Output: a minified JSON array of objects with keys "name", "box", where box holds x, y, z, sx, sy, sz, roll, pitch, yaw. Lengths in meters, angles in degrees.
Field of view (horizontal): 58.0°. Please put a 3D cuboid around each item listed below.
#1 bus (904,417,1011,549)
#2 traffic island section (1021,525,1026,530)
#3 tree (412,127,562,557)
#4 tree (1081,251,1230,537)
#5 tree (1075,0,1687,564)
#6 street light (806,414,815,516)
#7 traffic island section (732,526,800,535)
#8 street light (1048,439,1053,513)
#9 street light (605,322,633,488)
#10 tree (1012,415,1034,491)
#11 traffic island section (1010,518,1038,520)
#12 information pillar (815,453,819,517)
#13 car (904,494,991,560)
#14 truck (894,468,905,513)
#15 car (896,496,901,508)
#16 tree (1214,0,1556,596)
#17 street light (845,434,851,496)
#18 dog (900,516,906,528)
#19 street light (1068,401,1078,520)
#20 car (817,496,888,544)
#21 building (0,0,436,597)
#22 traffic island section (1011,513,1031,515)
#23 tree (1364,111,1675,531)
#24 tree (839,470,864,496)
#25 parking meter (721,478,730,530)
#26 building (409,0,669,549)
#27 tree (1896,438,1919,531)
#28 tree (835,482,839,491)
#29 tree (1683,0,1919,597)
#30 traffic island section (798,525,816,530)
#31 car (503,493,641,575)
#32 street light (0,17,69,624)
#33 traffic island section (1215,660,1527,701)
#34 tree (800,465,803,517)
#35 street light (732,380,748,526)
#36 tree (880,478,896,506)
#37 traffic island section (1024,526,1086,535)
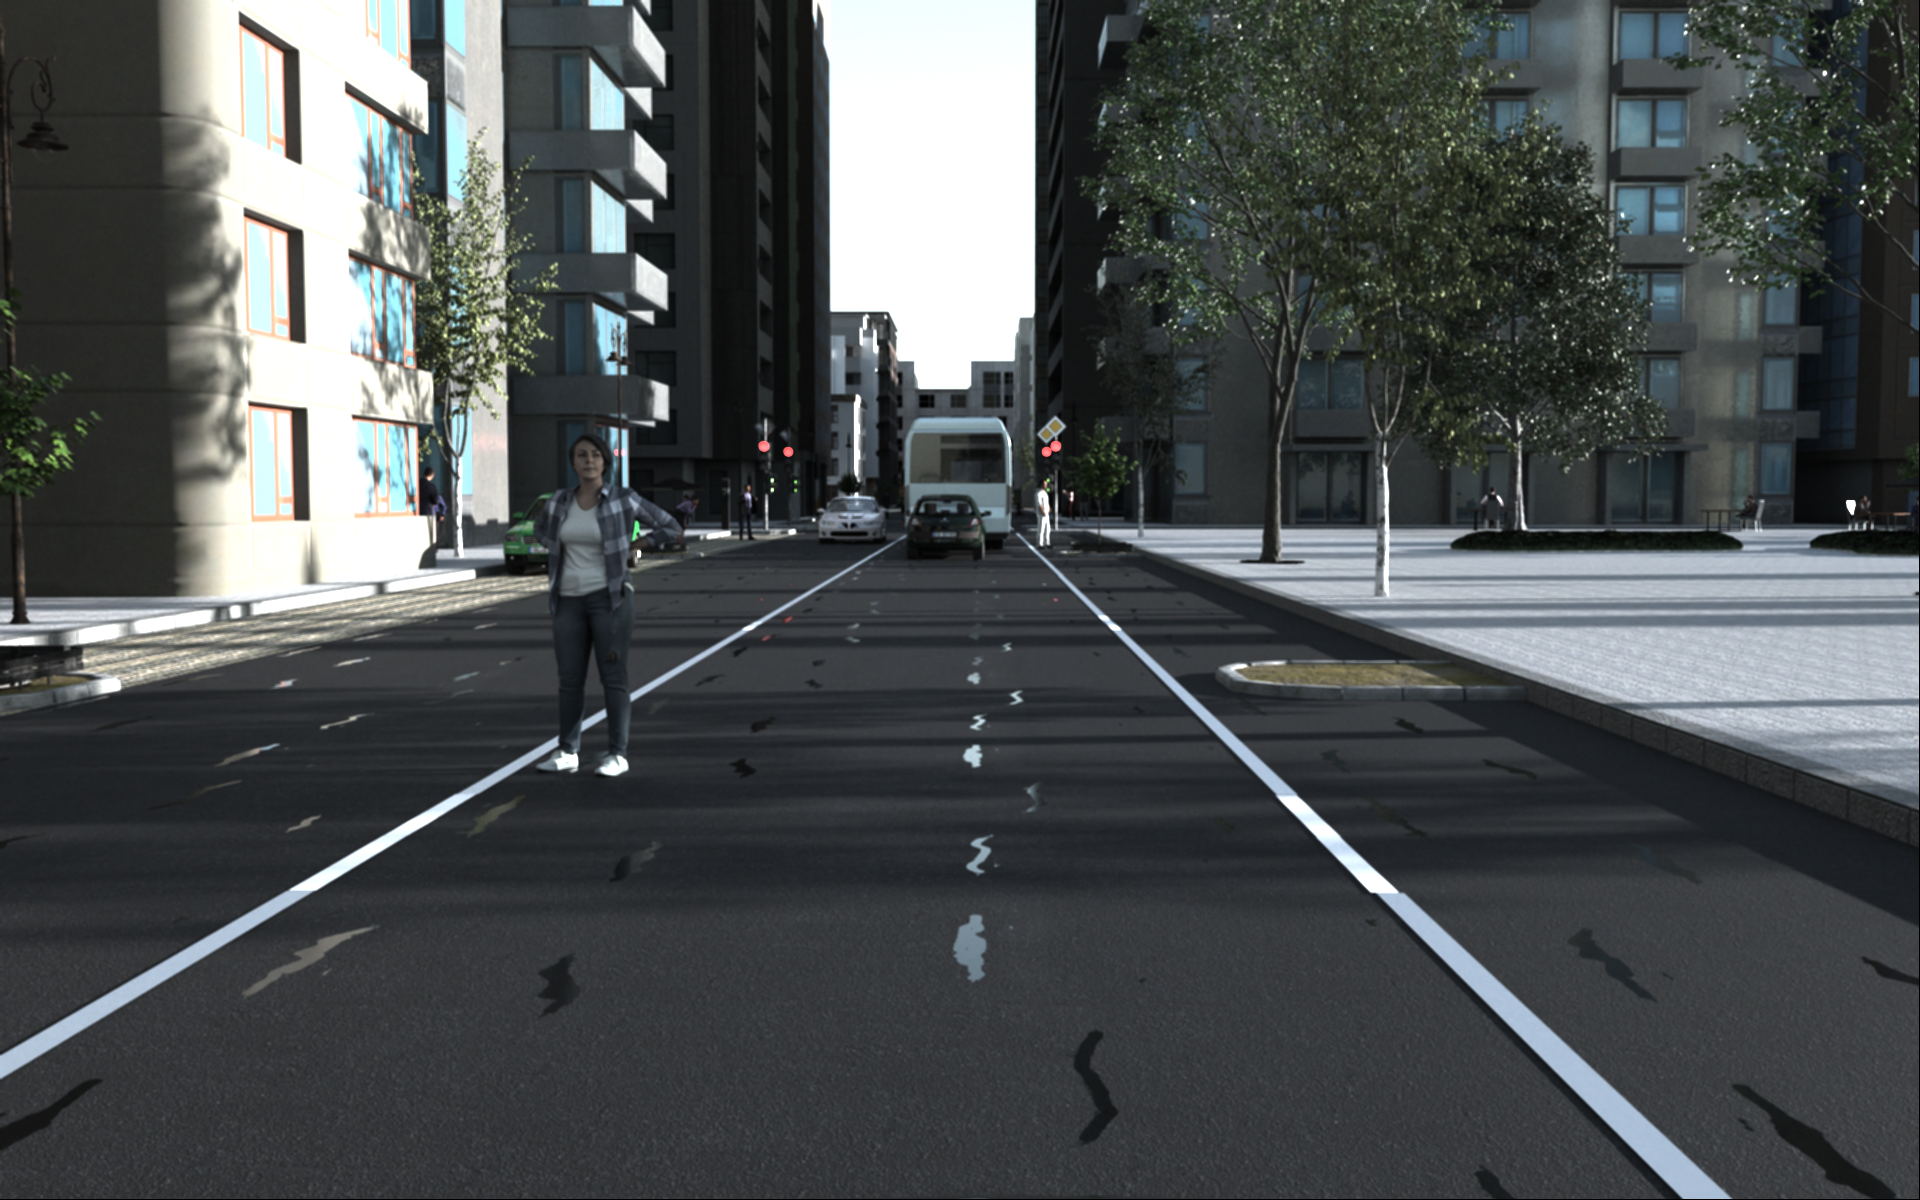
[{"name":"bus","box":[-0.085,-3.263,48.206,2.948,3.499,13.247,0,4,0]},{"name":"traffic island section","box":[3.502,-2.918,69.990,2.009,0.180,2.903,0,4,1]},{"name":"tree","box":[-10.291,-5.204,35.441,4.737,8.622,4.395,0,3,0]},{"name":"tree","box":[5.558,-6.168,51.208,4.360,8.622,3.978,0,3,0]},{"name":"tree","box":[5.958,-6.488,31.827,9.928,11.665,9.643,0,3,0]},{"name":"street light","box":[-8.567,-7.784,100.053,0.468,5.910,1.993,0,4,1]},{"name":"traffic island section","box":[-6.994,-2.436,62.108,2.009,0.180,2.903,0,4,1]},{"name":"street light","box":[5.906,-8.695,114.949,0.468,5.910,1.993,0,4,1]},{"name":"street light","box":[-9.158,-4.519,46.668,0.468,5.910,1.993,0,4,1]},{"name":"tree","box":[6.752,-12.305,151.543,4.737,8.622,4.395,0,3,0]},{"name":"traffic island section","box":[3.733,-4.432,95.326,1.991,0.108,1.994,0,4,1]},{"name":"information pillar","box":[-8.155,-6.587,99.044,0.183,3.616,0.504,1,4,12]},{"name":"car","box":[-0.295,-1.806,39.320,2.009,1.686,4.222,0,4,1]},{"name":"truck","box":[-3.156,-8.339,132.264,3.469,3.379,9.791,0,4,1]},{"name":"car","box":[-5.753,-10.723,184.119,1.959,1.807,4.718,0,4,1]},{"name":"tree","box":[5.232,-4.338,21.284,4.737,8.622,4.395,0,3,0]},{"name":"street light","box":[-8.319,-9.600,129.754,0.468,5.910,1.993,0,4,1]},{"name":"dog","box":[-2.384,-3.282,72.941,0.406,0.507,0.540,-2,4,-34]},{"name":"street light","box":[5.569,-6.851,84.801,0.468,5.910,1.993,0,4,1]},{"name":"car","box":[-3.173,-2.405,51.688,2.083,1.381,4.827,0,4,0]},{"name":"building","box":[-23.181,-10.428,15.538,27.650,21.520,28.899,0,4,1]},{"name":"traffic island section","box":[3.994,-6.080,122.269,1.991,0.108,1.994,0,4,1]},{"name":"tree","box":[16.785,-8.282,52.411,9.611,12.733,9.660,0,3,0]},{"name":"tree","box":[-8.471,-8.915,140.361,1.663,3.219,1.824,0,3,0]},{"name":"parking meter","box":[-8.410,-3.450,62.114,0.255,1.863,0.399,0,4,-1]},{"name":"building","box":[-24.510,-26.267,49.075,30.456,49.044,23.786,0,4,1]},{"name":"tree","box":[32.933,-3.990,59.844,1.663,3.219,1.824,0,3,0]},{"name":"tree","box":[-9.564,-9.104,143.444,1.663,3.219,1.824,0,3,0]},{"name":"tree","box":[12.613,-5.853,21.449,9.928,11.665,9.643,0,3,0]},{"name":"traffic island section","box":[-6.919,-2.924,70.093,2.009,0.180,2.903,0,4,1]},{"name":"car","box":[-7.105,-1.419,31.991,1.959,1.807,4.718,0,4,0]},{"name":"street light","box":[-9.305,-2.702,16.966,0.468,5.910,1.993,0,4,1]},{"name":"traffic island section","box":[2.964,0.602,13.019,1.991,0.108,1.994,0,4,1]},{"name":"tree","box":[-9.139,-6.189,95.793,1.663,3.219,1.824,0,3,0]},{"name":"street light","box":[-8.921,-5.959,70.220,0.468,5.910,1.993,0,4,1]},{"name":"tree","box":[-8.019,-12.103,192.484,1.663,3.219,1.824,0,3,0]},{"name":"traffic island section","box":[3.427,-2.430,62.005,2.009,0.180,2.903,0,4,1]}]
